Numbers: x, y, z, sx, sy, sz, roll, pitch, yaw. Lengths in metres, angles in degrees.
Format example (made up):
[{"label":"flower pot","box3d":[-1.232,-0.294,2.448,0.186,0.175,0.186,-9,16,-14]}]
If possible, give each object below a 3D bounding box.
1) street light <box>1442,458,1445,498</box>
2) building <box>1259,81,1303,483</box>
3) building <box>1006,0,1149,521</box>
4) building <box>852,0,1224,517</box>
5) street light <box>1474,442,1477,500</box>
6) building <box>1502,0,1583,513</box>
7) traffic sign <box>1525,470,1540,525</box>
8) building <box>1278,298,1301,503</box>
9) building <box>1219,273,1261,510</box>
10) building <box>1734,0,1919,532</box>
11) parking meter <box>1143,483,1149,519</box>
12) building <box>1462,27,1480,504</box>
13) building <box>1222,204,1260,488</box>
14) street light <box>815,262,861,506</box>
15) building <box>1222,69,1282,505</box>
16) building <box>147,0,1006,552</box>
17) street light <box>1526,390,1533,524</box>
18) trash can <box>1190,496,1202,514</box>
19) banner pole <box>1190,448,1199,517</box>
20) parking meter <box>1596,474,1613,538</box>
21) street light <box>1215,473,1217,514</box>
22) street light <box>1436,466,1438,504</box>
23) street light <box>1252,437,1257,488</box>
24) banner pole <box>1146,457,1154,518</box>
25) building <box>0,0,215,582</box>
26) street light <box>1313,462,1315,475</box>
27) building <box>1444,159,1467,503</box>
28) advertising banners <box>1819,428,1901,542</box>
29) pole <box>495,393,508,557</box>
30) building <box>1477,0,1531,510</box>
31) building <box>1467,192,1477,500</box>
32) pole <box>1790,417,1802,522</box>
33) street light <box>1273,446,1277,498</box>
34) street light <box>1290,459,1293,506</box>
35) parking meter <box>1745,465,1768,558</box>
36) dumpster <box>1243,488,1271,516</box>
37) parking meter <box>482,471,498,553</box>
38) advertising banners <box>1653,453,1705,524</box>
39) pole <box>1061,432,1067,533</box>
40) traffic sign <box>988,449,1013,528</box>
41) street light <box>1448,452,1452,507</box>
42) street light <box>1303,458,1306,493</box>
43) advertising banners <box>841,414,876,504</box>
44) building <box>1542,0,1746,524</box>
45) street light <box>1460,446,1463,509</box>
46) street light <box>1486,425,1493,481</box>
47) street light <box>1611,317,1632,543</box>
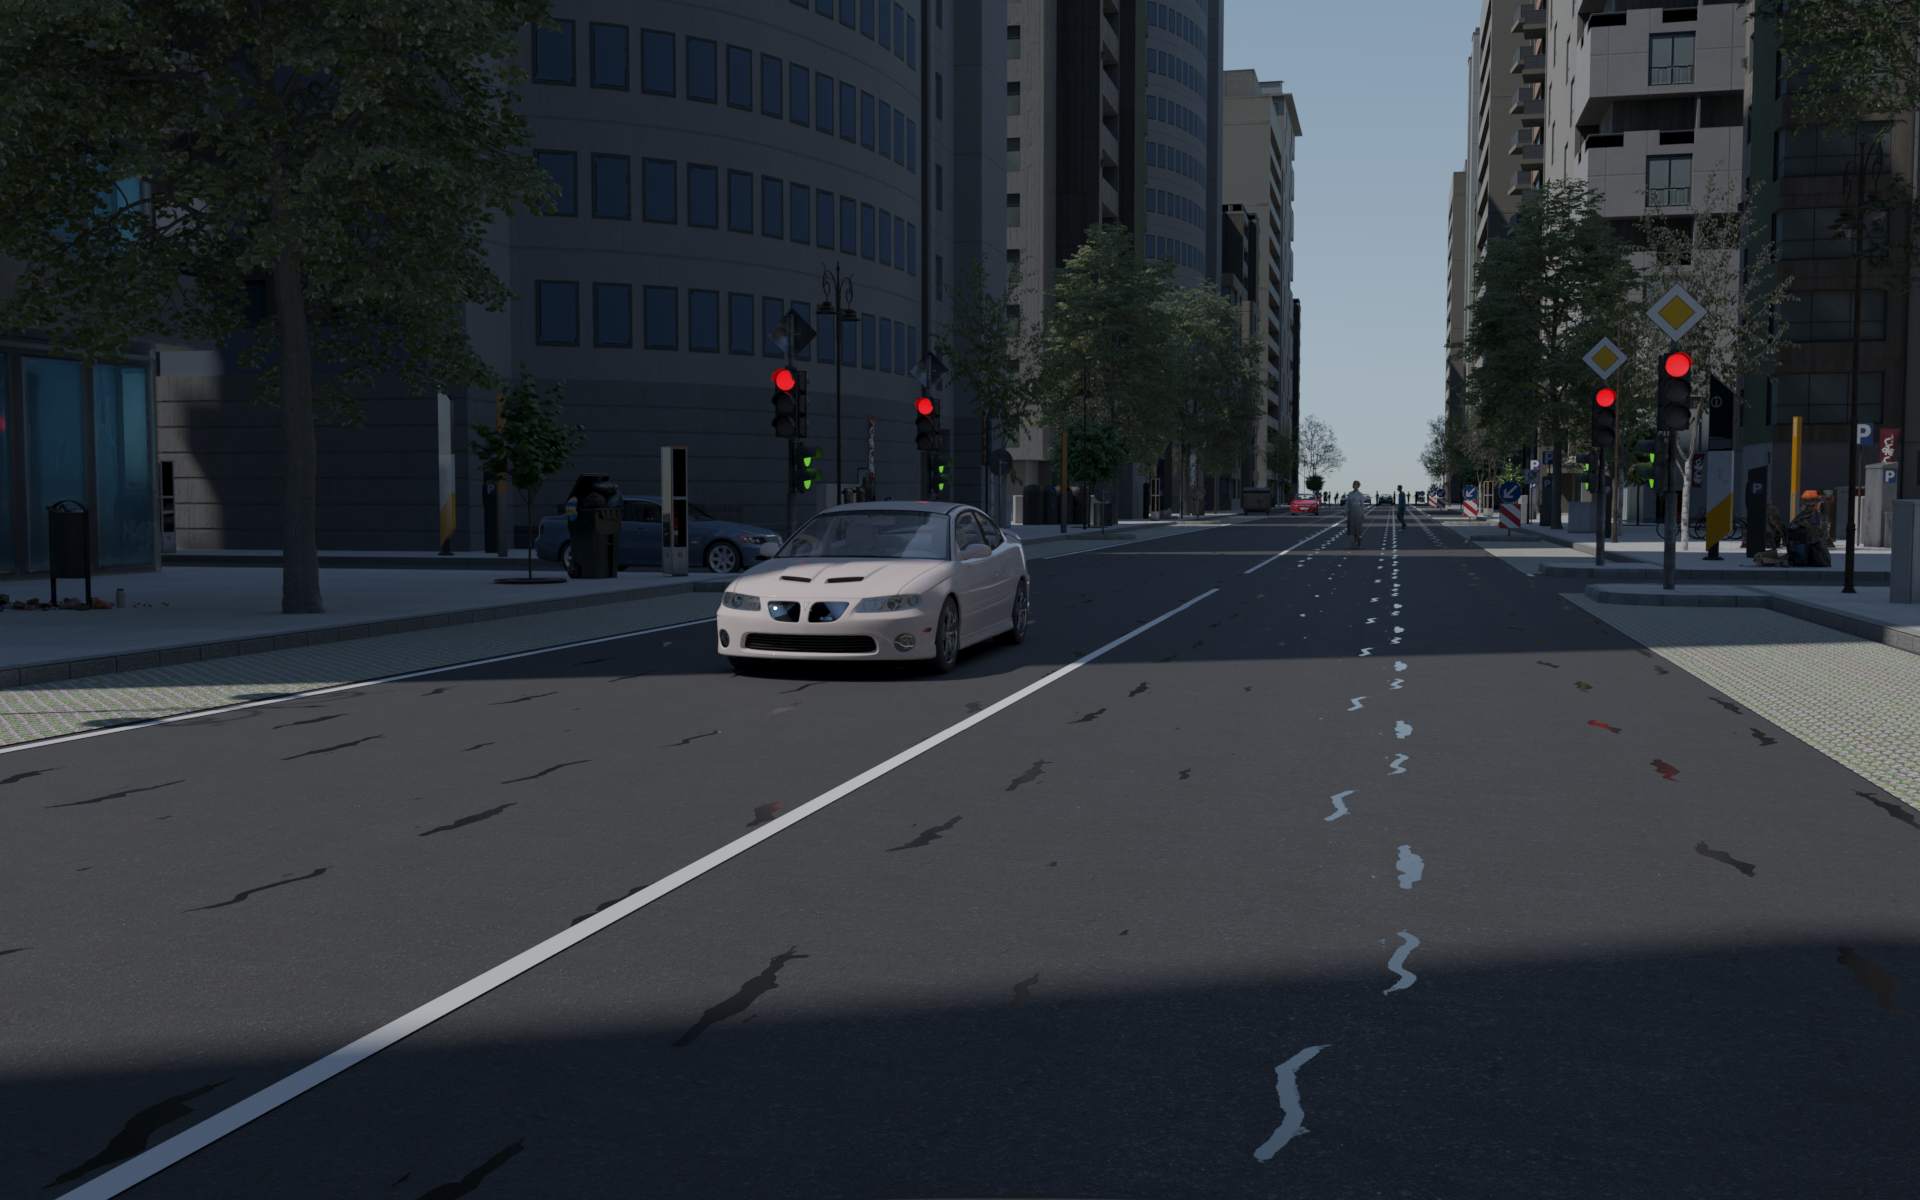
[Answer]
[{"label":"street light","box3d":[55.602,-13.846,199.174,0.468,5.910,1.993,1,4,14]},{"label":"building","box3d":[29.683,-39.087,228.313,28.713,52.752,27.495,1,4,14]},{"label":"building","box3d":[1.434,-19.261,86.620,14.160,30.474,14.107,1,4,14]},{"label":"building","box3d":[6.858,-35.568,123.533,21.231,58.520,28.212,1,4,14]},{"label":"street light","box3d":[35.885,-9.022,120.298,0.468,5.910,1.993,1,4,14]},{"label":"building","box3d":[50.623,-28.603,122.276,22.147,44.769,28.867,1,4,14]},{"label":"traffic sign","box3d":[23.672,-4.256,71.718,0.606,2.300,0.079,1,4,15]},{"label":"building","box3d":[41.102,-29.104,247.549,14.160,30.474,14.107,1,4,14]},{"label":"building","box3d":[11.411,-18.830,152.904,27.650,21.520,28.899,1,4,14]},{"label":"building","box3d":[33.657,-17.504,57.886,14.160,30.474,14.107,1,4,14]},{"label":"parking meter","box3d":[9.620,-5.126,89.523,0.255,1.863,0.399,-1,4,-9]},{"label":"building","box3d":[74.660,-41.382,218.586,21.231,58.520,28.212,1,4,14]},{"label":"building","box3d":[22.149,-24.515,172.528,14.160,30.474,14.107,1,4,14]},{"label":"street light","box3d":[-2.426,-3.782,34.623,0.468,5.910,1.993,1,4,14]},{"label":"building","box3d":[26.199,-35.473,203.687,21.300,48.544,21.600,1,4,14]},{"label":"building","box3d":[-11.852,-31.151,51.319,21.231,58.520,28.212,1,4,14]},{"label":"street light","box3d":[24.240,-6.174,73.738,0.468,5.910,1.993,1,4,14]},{"label":"trash can","box3d":[14.442,-5.758,105.797,0.748,1.137,0.748,0,3,0]},{"label":"banner pole","box3d":[12.923,-6.444,95.370,0.401,3.779,0.863,-2,4,-31]},{"label":"parking meter","box3d":[18.747,-2.731,50.371,0.399,1.863,0.255,-2,4,-23]},{"label":"street light","box3d":[16.097,-8.326,108.914,0.468,5.910,1.993,1,4,14]},{"label":"street light","box3d":[62.615,-15.558,227.153,0.468,5.910,1.993,1,4,14]},{"label":"street light","box3d":[23.154,-10.045,137.019,0.468,5.910,1.993,1,4,14]},{"label":"banner pole","box3d":[10.272,-6.335,93.586,0.863,3.779,0.401,-3,4,-36]},{"label":"building","box3d":[-27.777,-24.536,20.772,30.456,49.044,23.786,1,4,14]},{"label":"street light","box3d":[50.447,-16.755,246.734,0.468,5.910,1.993,1,4,14]},{"label":"building","box3d":[79.915,-37.950,244.186,21.300,48.544,21.600,1,4,14]},{"label":"advertising banners","box3d":[23.785,-3.041,45.911,2.074,3.025,0.090,0,4,8]},{"label":"pole","box3d":[-9.317,-2.528,35.183,0.158,3.312,0.155,0,3,0]},{"label":"building","box3d":[55.441,-32.015,147.152,21.300,48.544,21.600,1,4,14]},{"label":"building","box3d":[56.143,-24.110,165.895,14.160,30.474,14.107,1,4,14]},{"label":"pole","box3d":[22.083,-3.175,45.759,0.158,3.312,0.155,0,3,0]},{"label":"street light","box3d":[30.106,-11.783,165.436,0.468,5.910,1.993,1,4,14]},{"label":"street light","box3d":[36.266,-13.271,189.763,0.468,5.910,1.993,1,4,14]},{"label":"parking meter","box3d":[15.994,-1.779,34.805,0.399,1.863,0.255,2,4,26]},{"label":"dumpster","box3d":[19.669,-6.517,114.760,1.865,1.857,1.264,1,4,14]},{"label":"parking meter","box3d":[-10.137,-1.951,37.610,0.399,1.863,0.255,1,4,9]},{"label":"advertising banners","box3d":[31.072,-4.809,74.809,2.074,3.025,0.090,0,4,7]},{"label":"pole","box3d":[3.408,-3.854,56.852,0.158,3.312,0.155,0,3,0]},{"label":"traffic sign","box3d":[1.120,-2.970,48.668,0.768,2.556,0.104,1,4,23]},{"label":"street light","box3d":[50.131,-12.508,177.294,0.468,5.910,1.993,1,4,14]},{"label":"street light","box3d":[43.373,-15.005,218.115,0.468,5.910,1.993,1,4,14]},{"label":"advertising banners","box3d":[-2.167,-2.532,37.584,0.090,3.025,2.074,1,4,17]},{"label":"building","box3d":[44.157,-30.342,85.334,28.713,52.752,27.495,1,4,14]},{"label":"street light","box3d":[43.132,-10.770,148.871,0.468,5.910,1.993,1,4,14]},{"label":"street light","box3d":[31.374,-7.932,102.478,0.468,5.910,1.993,1,4,14]},{"label":"street light","box3d":[17.187,-4.433,45.274,0.468,5.910,1.993,1,4,14]}]
